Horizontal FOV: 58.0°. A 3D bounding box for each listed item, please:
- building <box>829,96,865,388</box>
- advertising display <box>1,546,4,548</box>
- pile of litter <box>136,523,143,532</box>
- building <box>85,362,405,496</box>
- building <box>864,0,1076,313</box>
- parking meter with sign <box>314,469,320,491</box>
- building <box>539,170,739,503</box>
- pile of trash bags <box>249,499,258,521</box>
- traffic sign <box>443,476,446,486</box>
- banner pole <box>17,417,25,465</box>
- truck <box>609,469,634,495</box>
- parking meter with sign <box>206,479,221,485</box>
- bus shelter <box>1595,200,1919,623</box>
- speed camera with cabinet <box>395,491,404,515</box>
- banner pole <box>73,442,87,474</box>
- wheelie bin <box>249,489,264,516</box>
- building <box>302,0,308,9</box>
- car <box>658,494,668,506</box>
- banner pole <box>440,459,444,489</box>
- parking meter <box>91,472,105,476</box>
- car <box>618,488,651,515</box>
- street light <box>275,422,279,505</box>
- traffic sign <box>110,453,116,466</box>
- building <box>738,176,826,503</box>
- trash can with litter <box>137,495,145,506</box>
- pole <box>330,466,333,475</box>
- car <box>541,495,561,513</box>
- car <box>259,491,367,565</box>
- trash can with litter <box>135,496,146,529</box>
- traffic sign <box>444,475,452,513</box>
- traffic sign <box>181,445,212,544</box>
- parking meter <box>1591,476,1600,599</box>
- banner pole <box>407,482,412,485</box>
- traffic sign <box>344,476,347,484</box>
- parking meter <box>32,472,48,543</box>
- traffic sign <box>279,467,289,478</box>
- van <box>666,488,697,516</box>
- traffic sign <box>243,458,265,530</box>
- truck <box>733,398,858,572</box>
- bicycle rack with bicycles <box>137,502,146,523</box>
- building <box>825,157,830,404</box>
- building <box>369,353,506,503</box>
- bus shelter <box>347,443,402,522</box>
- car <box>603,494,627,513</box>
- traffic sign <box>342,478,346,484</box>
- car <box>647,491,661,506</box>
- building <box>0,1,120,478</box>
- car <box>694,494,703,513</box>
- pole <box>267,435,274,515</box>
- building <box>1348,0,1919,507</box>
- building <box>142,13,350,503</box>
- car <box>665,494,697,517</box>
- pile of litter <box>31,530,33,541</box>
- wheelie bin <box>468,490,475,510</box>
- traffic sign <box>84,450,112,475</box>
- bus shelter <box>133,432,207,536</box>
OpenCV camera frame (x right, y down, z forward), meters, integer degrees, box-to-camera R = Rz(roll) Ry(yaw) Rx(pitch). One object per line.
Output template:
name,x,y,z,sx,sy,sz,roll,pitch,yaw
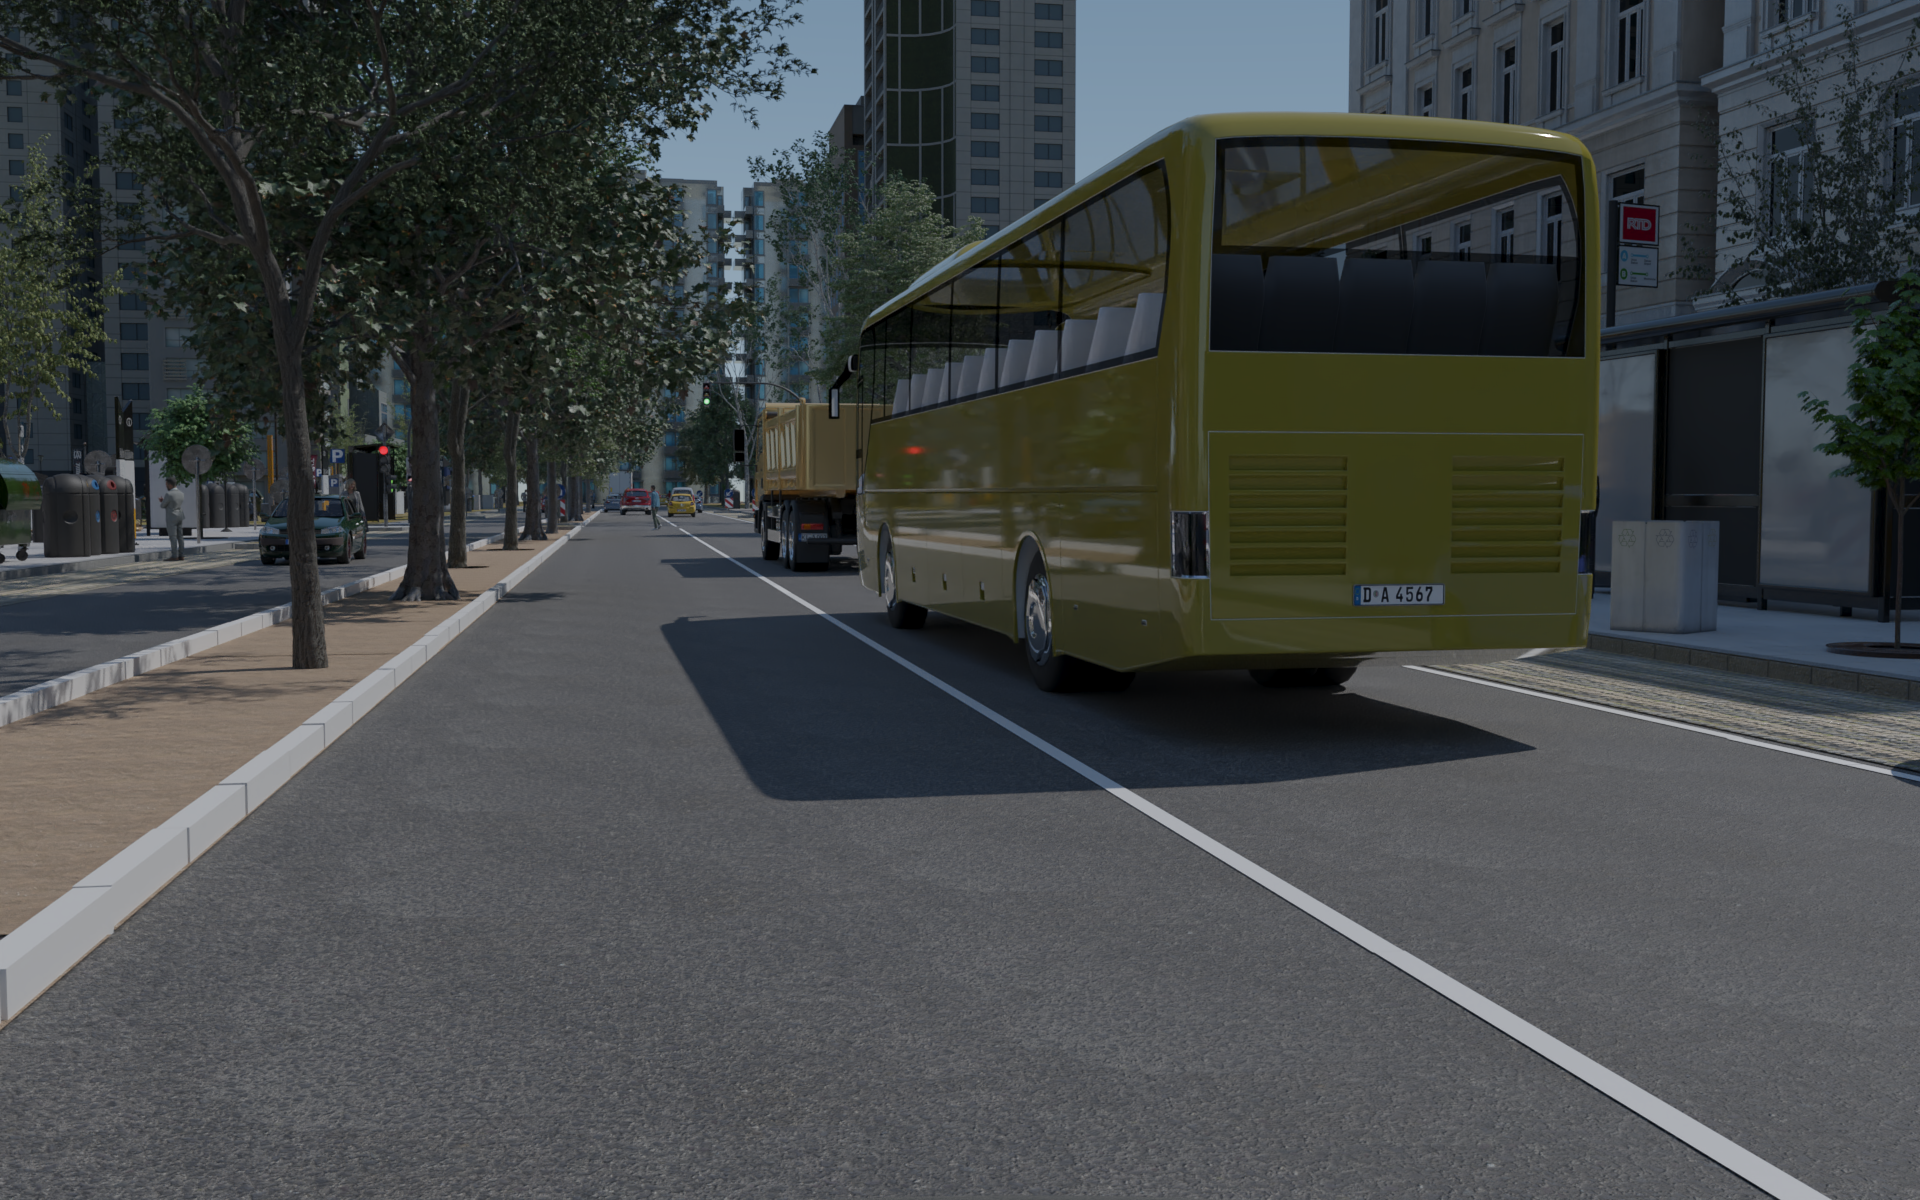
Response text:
building,-7.089,-33.421,196.548,14.600,45.320,14.200,-1,4,-11
advertising display,-23.173,-2.196,41.116,0.974,1.923,0.123,0,4,3
pile of litter,-28.391,-2.749,58.914,1.176,0.858,1.719,3,4,36
building,-79.649,-53.745,191.408,31.000,86.520,22.319,-1,4,-11
building,-0.566,-45.318,179.203,20.563,71.187,20.611,-1,4,-11
parking meter with sign,-44.688,-7.548,119.669,1.738,3.016,0.543,3,5,41
building,-49.491,-39.037,257.856,30.456,49.044,23.786,-1,4,-11
pile of trash bags,-34.823,-4.378,81.340,3.447,1.369,1.912,-1,4,-23
traffic sign,-36.490,-7.456,122.003,0.768,2.556,0.104,0,4,-1
banner pole,-28.201,-3.796,52.076,0.401,3.779,0.863,-1,4,-16
truck,-39.457,-13.011,201.647,2.839,4.237,11.283,-1,4,-9
parking meter with sign,-33.768,-5.018,78.301,0.543,3.016,1.738,0,4,0
bus shelter,9.160,-2.678,21.424,2.179,5.291,8.768,-1,4,-11
speed camera with cabinet,-35.523,-6.965,108.218,0.660,3.252,2.038,1,4,11
banner pole,-42.661,-5.754,84.101,0.863,3.779,0.401,0,4,7
wheelie bin,-41.081,-5.702,101.134,0.693,1.594,0.980,-1,4,-13
building,-69.494,-44.616,167.722,20.563,71.187,20.611,-1,4,-11
car,-34.442,-11.598,199.843,2.015,1.641,3.980,-1,4,-12
banner pole,-35.946,-7.873,118.743,0.401,3.779,0.863,-3,5,-41
parking meter,-22.861,-2.465,46.018,0.399,1.863,0.255,3,4,37
car,-22.331,-6.759,119.180,2.281,1.827,5.304,-1,4,-13
street light,-22.377,-5.130,56.670,0.468,5.910,1.993,-1,4,-11
traffic sign,-26.153,-3.287,53.849,0.768,2.556,0.104,0,4,-1
building,-19.182,-39.400,263.805,30.456,49.044,23.786,-1,4,-11
trash can with litter,-64.556,-7.633,136.183,0.624,1.170,1.055,2,4,26
pole,-45.763,-8.096,126.208,0.158,3.312,0.155,0,3,0
car,-31.355,-7.625,133.714,2.155,1.783,4.494,-1,4,-11
car,-13.622,-1.638,36.567,2.009,1.686,4.222,-1,4,-12
trash can with litter,-30.636,-3.202,63.406,1.678,1.210,2.233,2,4,28
traffic sign,-33.663,-6.993,114.448,0.768,2.556,0.104,0,4,-6
traffic sign,-19.729,-2.734,44.813,0.768,2.556,0.104,0,4,-8
parking meter,7.586,-0.947,21.196,0.399,1.863,0.255,3,4,37
banner pole,-37.963,-7.939,119.819,0.863,3.779,0.401,2,4,30
traffic sign,-35.319,-6.050,100.100,0.795,2.450,0.064,0,4,-4
parking meter,-24.256,-2.446,45.696,0.399,1.863,0.255,-3,5,-43
traffic sign,-30.954,-4.874,79.794,0.768,2.556,0.104,-1,4,-9
van,-18.159,-6.494,113.195,2.013,2.044,4.112,-1,4,-10
traffic sign,-25.260,-3.786,61.999,0.768,2.556,0.104,0,4,-4
truck,-2.650,-2.436,35.749,3.469,3.379,9.791,-1,4,-12
bicycle rack with bicycles,-37.377,-3.934,77.701,2.925,0.926,2.852,1,4,14
building,-9.497,-32.232,210.586,14.154,41.232,14.086,-1,4,-11
building,-79.770,-38.670,251.863,30.456,49.044,23.786,-1,4,-11
bus shelter,-27.649,-5.547,81.969,1.731,3.624,6.357,-1,4,-11
car,-26.729,-7.489,134.448,2.014,1.417,4.499,-1,4,-10
traffic sign,-34.930,-5.884,97.385,0.795,2.450,0.064,0,4,-5
car,-38.594,-12.781,217.636,2.281,1.827,5.304,-1,4,-10
building,-105.204,-45.849,187.877,20.611,71.187,20.563,-1,4,-11
car,-20.589,-7.348,132.149,2.014,1.417,4.499,-1,4,-11
pole,-23.868,-4.045,59.987,0.158,3.312,0.155,0,3,0
building,21.197,-16.232,51.305,13.634,28.700,20.117,-1,4,-11
building,-62.096,-28.622,151.564,14.154,41.232,14.086,-1,4,-11
car,-17.402,-5.989,108.141,2.015,1.641,3.980,-1,4,-9
pile of litter,-25.767,-2.083,48.026,1.176,0.858,1.719,-2,4,-27
wheelie bin,-38.854,-7.902,137.101,0.980,1.594,0.693,0,4,-1
traffic sign,-25.002,-3.068,50.261,0.768,2.556,0.104,-1,4,-10
bus shelter,-24.580,-3.760,55.398,2.014,3.302,5.546,-1,4,-11
